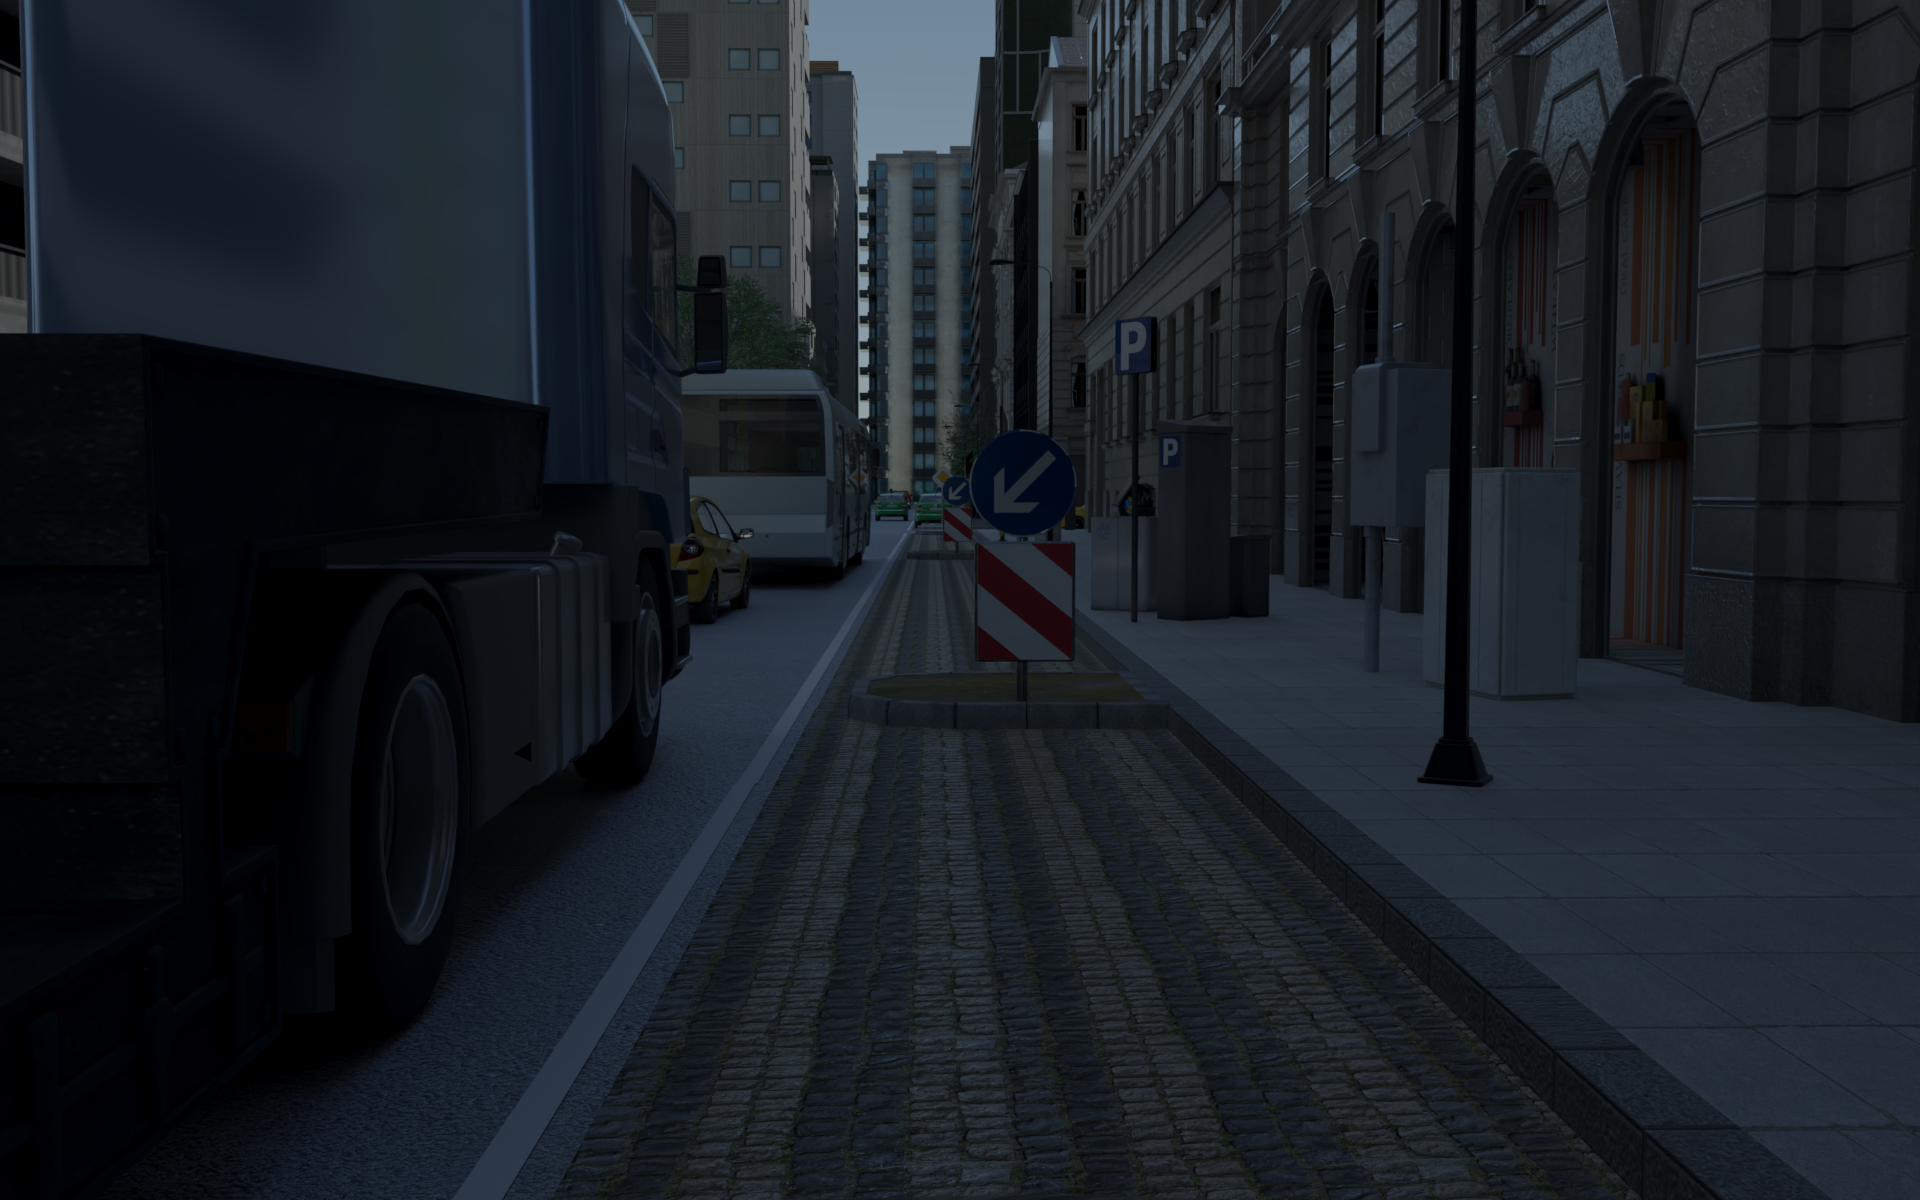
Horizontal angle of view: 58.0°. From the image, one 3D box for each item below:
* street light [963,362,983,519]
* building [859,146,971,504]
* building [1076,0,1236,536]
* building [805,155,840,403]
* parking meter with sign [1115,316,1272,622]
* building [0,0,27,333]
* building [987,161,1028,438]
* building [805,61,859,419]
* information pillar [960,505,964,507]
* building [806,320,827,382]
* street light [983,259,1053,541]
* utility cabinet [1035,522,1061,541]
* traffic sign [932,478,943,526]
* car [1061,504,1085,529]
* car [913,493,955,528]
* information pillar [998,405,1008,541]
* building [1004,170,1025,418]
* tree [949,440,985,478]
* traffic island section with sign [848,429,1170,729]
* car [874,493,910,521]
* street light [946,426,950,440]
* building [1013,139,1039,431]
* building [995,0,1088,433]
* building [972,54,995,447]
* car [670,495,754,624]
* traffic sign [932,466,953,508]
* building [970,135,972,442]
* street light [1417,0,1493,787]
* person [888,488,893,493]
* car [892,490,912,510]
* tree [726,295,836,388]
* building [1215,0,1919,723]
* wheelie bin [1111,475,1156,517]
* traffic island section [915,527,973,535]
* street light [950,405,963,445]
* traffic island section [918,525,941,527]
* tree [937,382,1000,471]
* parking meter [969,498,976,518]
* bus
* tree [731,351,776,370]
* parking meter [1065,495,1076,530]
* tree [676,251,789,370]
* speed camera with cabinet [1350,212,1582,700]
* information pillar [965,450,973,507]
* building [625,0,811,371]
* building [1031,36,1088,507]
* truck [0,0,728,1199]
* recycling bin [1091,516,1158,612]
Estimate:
[{"bbox_3d":[0.946,-5.425,61.236,1.470,5.913,1.316,0,4,-1],"label":"street light"},{"bbox_3d":[1.407,-38.000,240.909,30.456,49.044,23.786,0,4,-1],"label":"building"},{"bbox_3d":[11.739,-12.899,44.175,16.112,22.955,30.059,0,4,-1],"label":"building"},{"bbox_3d":[-21.785,-32.243,210.769,14.086,41.232,14.154,0,4,-1],"label":"building"},{"bbox_3d":[2.426,-1.312,17.715,1.738,3.016,0.543,-2,4,-34],"label":"parking meter with sign"},{"bbox_3d":[-22.072,-35.753,22.807,20.563,71.187,20.611,0,4,-1],"label":"building"},{"bbox_3d":[9.399,-21.124,132.764,14.401,28.519,23.554,0,4,-1],"label":"building"},{"bbox_3d":[-28.168,-42.624,238.908,28.212,58.520,21.231,0,4,-1],"label":"building"},{"bbox_3d":[0.139,-7.329,124.315,0.304,2.012,0.304,0,4,6],"label":"information pillar"},{"bbox_3d":[-28.937,-20.873,186.310,27.650,21.520,28.899,0,4,-1],"label":"building"},{"bbox_3d":[1.258,-3.780,34.347,1.470,5.913,1.316,0,4,-1],"label":"street light"},{"bbox_3d":[2.301,-2.217,44.931,0.318,1.500,1.173,2,4,24],"label":"utility cabinet"},{"bbox_3d":[-0.725,-4.014,69.278,0.795,2.450,0.064,0,4,-1],"label":"traffic sign"},{"bbox_3d":[5.524,-3.365,65.245,3.980,1.641,2.015,0,4,-1],"label":"car"},{"bbox_3d":[-1.031,-3.978,73.841,1.959,1.807,4.718,0,4,-1],"label":"car"},{"bbox_3d":[1.157,-3.347,46.073,0.183,3.616,0.504,1,4,19],"label":"information pillar"},{"bbox_3d":[8.787,-17.267,111.198,11.050,23.489,19.941,0,4,-1],"label":"building"},{"bbox_3d":[0.869,-7.437,105.306,4.285,4.588,4.351,0,3,0],"label":"tree"},{"bbox_3d":[0.271,-0.171,11.426,1.989,1.847,2.006,0,4,-1],"label":"traffic island section with sign"},{"bbox_3d":[-3.696,-5.202,93.843,1.959,1.807,4.718,0,4,-2],"label":"car"},{"bbox_3d":[-0.229,-8.873,117.621,1.470,5.913,1.316,0,4,-1],"label":"street light"},{"bbox_3d":[9.394,-16.099,92.889,12.332,23.373,15.834,0,4,-1],"label":"building"},{"bbox_3d":[11.680,-44.360,163.543,20.563,71.187,20.611,0,4,-1],"label":"building"},{"bbox_3d":[12.491,-34.350,185.317,21.300,48.544,21.600,0,4,-1],"label":"building"},{"bbox_3d":[-3.524,-0.631,20.546,2.015,1.641,3.980,0,4,1],"label":"car"},{"bbox_3d":[-0.591,-3.526,61.295,0.795,2.450,0.064,0,4,-1],"label":"traffic sign"},{"bbox_3d":[12.144,-35.678,207.033,21.300,48.544,21.600,0,4,-1],"label":"building"},{"bbox_3d":[1.675,-2.142,7.568,1.470,5.913,1.316,0,4,-1],"label":"street light"},{"bbox_3d":[-4.503,-6.250,110.950,0.793,1.790,0.793,0,4,8],"label":"person"},{"bbox_3d":[-5.569,-9.350,161.545,2.281,1.827,5.304,0,4,-2],"label":"car"},{"bbox_3d":[-11.034,-11.085,99.374,7.486,12.596,7.792,0,3,0],"label":"tree"},{"bbox_3d":[10.625,-10.726,17.177,13.314,21.916,24.055,0,4,-1],"label":"building"},{"bbox_3d":[2.881,-1.264,28.581,0.693,1.594,0.980,0,4,-4],"label":"wheelie bin"},{"bbox_3d":[-0.568,-2.391,61.372,2.009,0.180,2.903,0,4,-1],"label":"traffic island section"},{"bbox_3d":[0.369,-7.199,90.250,1.470,5.913,1.316,0,4,-1],"label":"street light"},{"bbox_3d":[-0.701,-2.879,69.356,2.009,0.180,2.903,0,4,-1],"label":"traffic island section"},{"bbox_3d":[0.840,-9.874,111.804,4.360,8.622,3.978,0,3,0],"label":"tree"},{"bbox_3d":[0.660,-5.083,91.514,0.372,1.533,0.369,0,3,0],"label":"parking meter"},{"bbox_3d":[-3.179,-2.284,32.203,2.948,3.499,13.247,0,4,0],"label":"bus"},{"bbox_3d":[-10.658,-8.529,89.808,4.737,8.622,4.395,0,3,0],"label":"tree"},{"bbox_3d":[3.910,-3.408,61.436,0.255,1.863,0.399,2,4,35],"label":"parking meter"},{"bbox_3d":[-11.149,-9.155,75.439,9.928,11.665,9.643,0,3,0],"label":"tree"},{"bbox_3d":[3.360,-1.060,11.663,0.660,3.252,2.038,-1,4,-15],"label":"speed camera with cabinet"},{"bbox_3d":[0.482,-6.199,92.701,0.504,3.616,0.183,-2,4,-32],"label":"information pillar"},{"bbox_3d":[-27.730,-34.719,156.886,28.713,52.752,27.495,0,4,-1],"label":"building"},{"bbox_3d":[12.499,-13.844,75.506,18.267,20.994,9.793,0,4,-1],"label":"building"},{"bbox_3d":[-2.574,-0.718,1.491,2.967,4.110,18.799,0,4,-1],"label":"truck"},{"bbox_3d":[1.922,-0.410,19.253,0.722,1.027,0.722,2,4,32],"label":"recycling bin"}]
